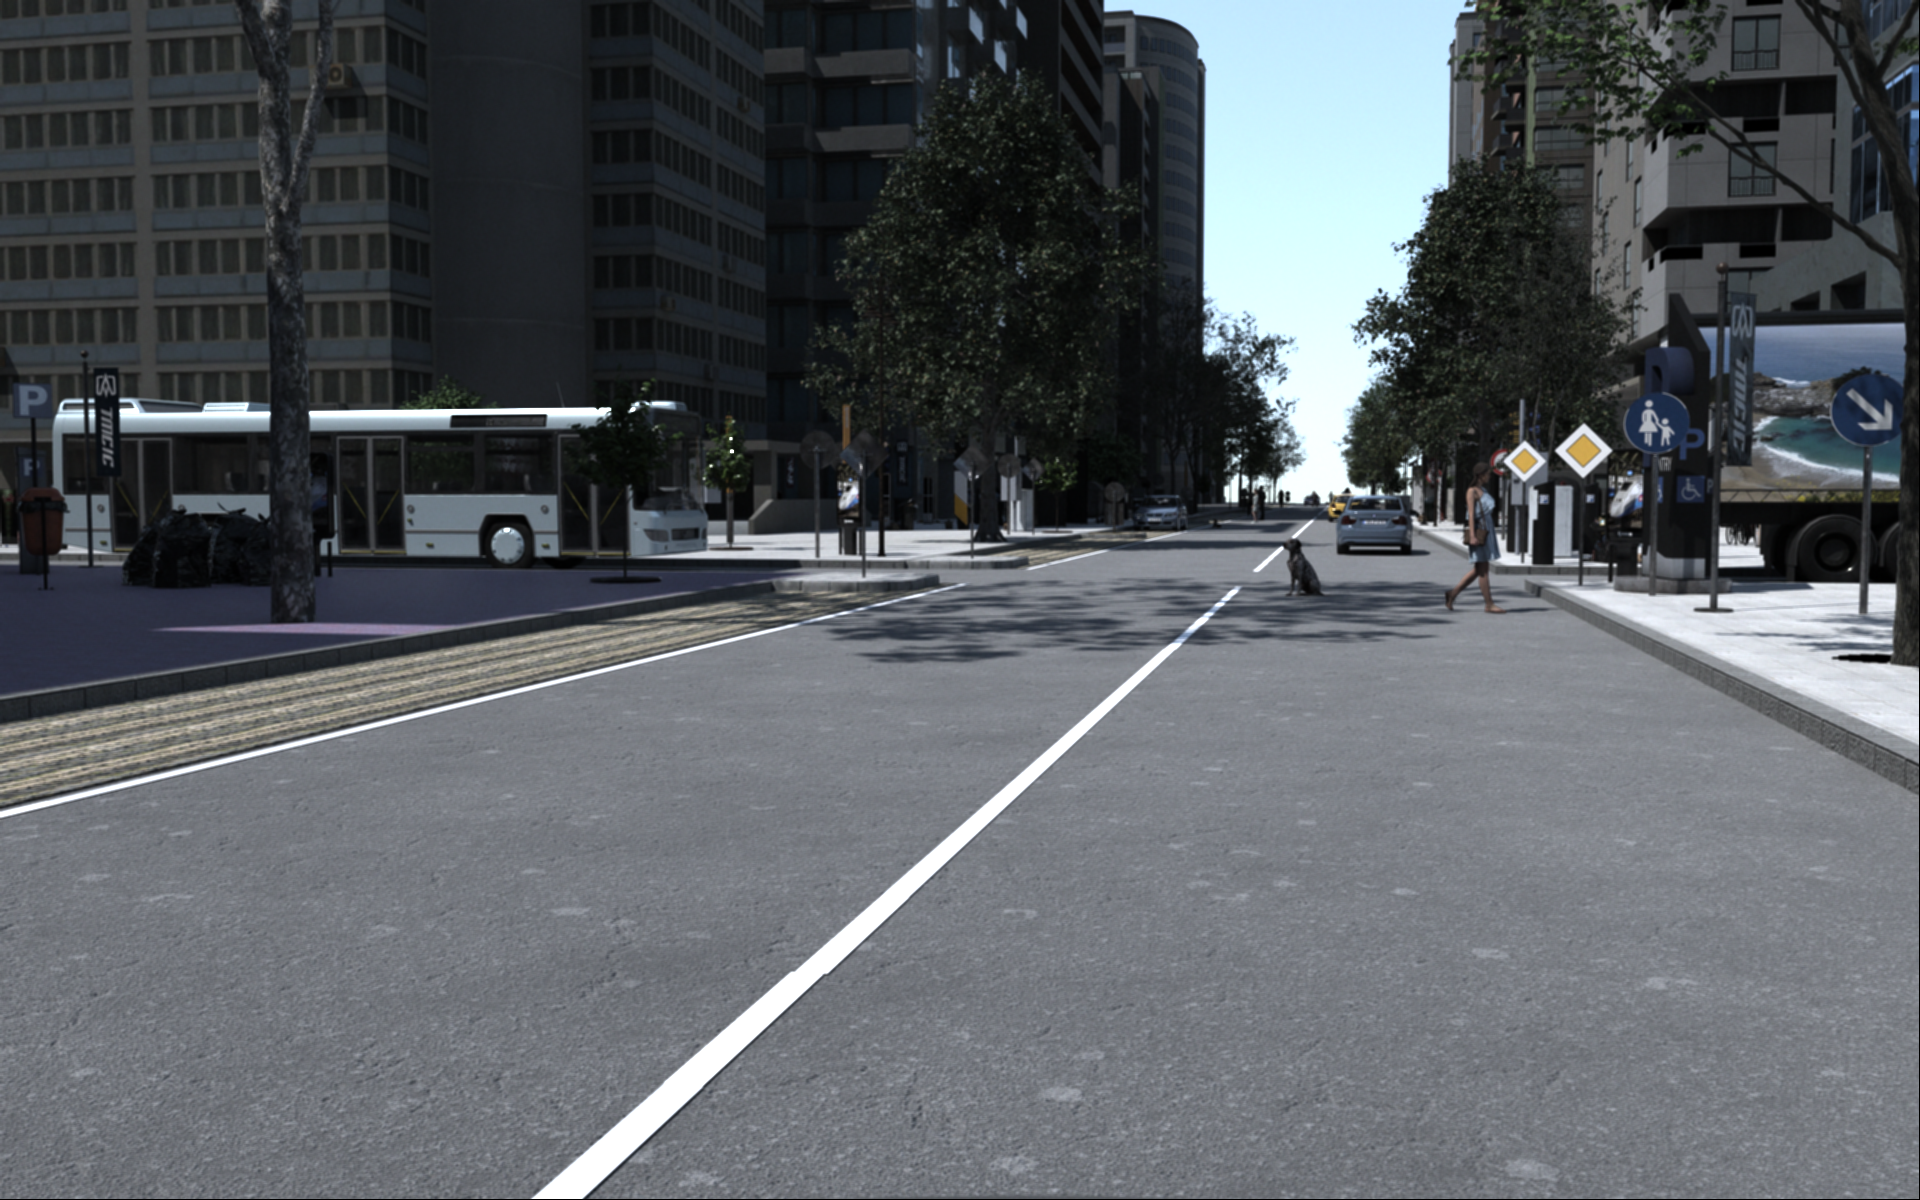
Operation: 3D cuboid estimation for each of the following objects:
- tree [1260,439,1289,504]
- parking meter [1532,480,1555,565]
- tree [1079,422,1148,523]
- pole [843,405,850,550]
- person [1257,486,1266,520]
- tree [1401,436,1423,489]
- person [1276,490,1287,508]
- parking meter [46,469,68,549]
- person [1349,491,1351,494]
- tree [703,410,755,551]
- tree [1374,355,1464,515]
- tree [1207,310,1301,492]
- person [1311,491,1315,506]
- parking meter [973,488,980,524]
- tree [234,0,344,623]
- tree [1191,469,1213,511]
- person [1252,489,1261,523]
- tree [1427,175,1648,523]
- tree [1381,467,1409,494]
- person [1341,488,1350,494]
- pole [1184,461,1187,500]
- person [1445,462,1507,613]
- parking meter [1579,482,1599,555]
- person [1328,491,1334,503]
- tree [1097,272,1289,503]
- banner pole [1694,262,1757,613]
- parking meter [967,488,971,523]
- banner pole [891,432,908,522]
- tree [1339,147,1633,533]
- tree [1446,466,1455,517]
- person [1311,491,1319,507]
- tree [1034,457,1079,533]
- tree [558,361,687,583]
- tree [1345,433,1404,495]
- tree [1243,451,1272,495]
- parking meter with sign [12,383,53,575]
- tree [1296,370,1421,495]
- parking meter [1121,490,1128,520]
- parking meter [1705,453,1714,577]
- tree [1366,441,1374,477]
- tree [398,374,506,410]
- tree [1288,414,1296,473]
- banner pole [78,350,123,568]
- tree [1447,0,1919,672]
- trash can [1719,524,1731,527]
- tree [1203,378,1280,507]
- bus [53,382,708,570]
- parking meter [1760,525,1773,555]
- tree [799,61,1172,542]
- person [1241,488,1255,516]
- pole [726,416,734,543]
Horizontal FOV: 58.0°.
[{"bbox_3d":[44.515,-18.027,245.109,4.360,8.622,3.978,0,3,0],"label":"tree"},{"bbox_3d":[10.555,-1.401,31.314,0.372,1.533,0.369,0,3,0],"label":"parking meter"},{"bbox_3d":[6.833,-5.796,78.481,4.285,4.588,4.351,0,3,0],"label":"tree"},{"bbox_3d":[-2.598,-2.807,39.733,0.158,3.312,0.155,0,3,0],"label":"pole"},{"bbox_3d":[16.550,-5.347,95.286,0.474,1.900,0.648,2,4,24],"label":"person"},{"bbox_3d":[21.077,-7.691,76.106,4.360,8.622,3.978,0,3,0],"label":"tree"},{"bbox_3d":[33.654,-10.587,181.224,1.348,1.869,0.705,3,5,44],"label":"person"},{"bbox_3d":[-20.900,-2.105,40.129,0.399,1.863,0.255,-1,4,-15],"label":"parking meter"},{"bbox_3d":[35.012,-8.975,156.037,0.742,1.727,0.445,-1,4,-18],"label":"person"},{"bbox_3d":[-5.221,-2.768,39.853,1.663,3.219,1.824,0,3,0],"label":"tree"},{"bbox_3d":[23.010,-8.252,85.280,4.737,8.622,4.395,0,3,0],"label":"tree"},{"bbox_3d":[29.509,-19.921,181.601,12.611,20.169,13.585,0,3,0],"label":"tree"},{"bbox_3d":[43.636,-12.576,214.097,1.348,1.826,0.705,3,5,43],"label":"person"},{"bbox_3d":[0.828,-3.984,73.554,0.372,1.533,0.369,0,3,0],"label":"parking meter"},{"bbox_3d":[-7.891,-9.787,15.908,12.611,20.169,13.585,0,3,0],"label":"tree"},{"bbox_3d":[18.625,-8.490,133.414,1.663,3.219,1.824,0,3,0],"label":"tree"},{"bbox_3d":[14.525,-4.622,85.080,0.522,1.701,0.512,0,4,-3],"label":"person"},{"bbox_3d":[14.009,-5.550,41.105,4.360,8.622,3.978,0,3,0],"label":"tree"},{"bbox_3d":[31.461,-7.966,124.843,1.663,3.219,1.824,0,3,0],"label":"tree"},{"bbox_3d":[21.604,-5.410,97.226,0.793,1.790,0.793,-3,5,-39],"label":"person"},{"bbox_3d":[14.031,-6.956,107.580,0.158,3.312,0.155,0,3,0],"label":"pole"},{"bbox_3d":[6.217,-0.753,20.903,0.778,1.811,0.616,3,4,38],"label":"person"},{"bbox_3d":[13.389,-1.741,36.882,0.372,1.533,0.369,0,3,0],"label":"parking meter"},{"bbox_3d":[46.366,-12.704,216.290,1.350,1.814,0.705,-2,4,-34],"label":"person"},{"bbox_3d":[11.892,-11.376,96.368,12.009,13.543,11.850,0,3,0],"label":"tree"},{"bbox_3d":[8.428,-1.769,18.936,0.863,3.779,0.401,-2,4,-33],"label":"banner pole"},{"bbox_3d":[0.488,-4.147,76.216,0.372,1.533,0.369,0,3,0],"label":"parking meter"},{"bbox_3d":[-2.470,-4.858,69.446,0.863,3.779,0.401,0,4,-4],"label":"banner pole"},{"bbox_3d":[17.533,-8.587,57.413,9.611,12.733,9.660,0,3,0],"label":"tree"},{"bbox_3d":[26.805,-6.251,96.807,1.663,3.219,1.824,0,3,0],"label":"tree"},{"bbox_3d":[39.624,-11.261,193.172,0.990,1.755,0.434,0,4,-2],"label":"person"},{"bbox_3d":[3.097,-3.842,57.418,1.663,3.219,1.824,0,3,0],"label":"tree"},{"bbox_3d":[-4.962,-1.885,25.417,1.663,3.219,1.824,0,3,0],"label":"tree"},{"bbox_3d":[52.030,-18.181,215.379,7.486,12.596,7.792,0,3,0],"label":"tree"},{"bbox_3d":[36.126,-15.988,211.769,4.737,8.622,4.395,0,3,0],"label":"tree"},{"bbox_3d":[-15.005,-1.943,28.022,0.543,3.016,1.738,-2,4,-30],"label":"parking meter with sign"},{"bbox_3d":[41.955,-15.917,170.609,12.009,13.543,11.850,0,3,0],"label":"tree"},{"bbox_3d":[8.226,-4.778,86.525,0.372,1.533,0.369,0,3,0],"label":"parking meter"},{"bbox_3d":[10.490,-1.152,24.552,0.399,1.863,0.255,-3,4,-39],"label":"parking meter"},{"bbox_3d":[36.754,-12.036,147.158,4.737,8.622,4.395,0,3,0],"label":"tree"},{"bbox_3d":[-13.883,-3.893,47.364,4.285,4.588,4.351,0,3,0],"label":"tree"},{"bbox_3d":[46.319,-21.036,254.306,12.009,13.543,11.850,0,3,0],"label":"tree"},{"bbox_3d":[-15.022,-2.461,30.249,0.863,3.779,0.401,0,4,8],"label":"banner pole"},{"bbox_3d":[7.193,-5.326,12.842,9.928,11.665,9.643,0,3,0],"label":"tree"},{"bbox_3d":[29.613,-3.379,66.903,0.748,1.137,0.748,0,3,0],"label":"trash can"},{"bbox_3d":[27.723,-15.320,168.607,7.486,12.596,7.792,0,3,0],"label":"tree"},{"bbox_3d":[-10.614,-2.326,32.897,13.247,3.499,2.948,1,4,13],"label":"bus"},{"bbox_3d":[17.089,-1.719,36.515,0.372,1.533,0.369,0,3,0],"label":"parking meter"},{"bbox_3d":[0.774,-7.902,46.213,9.611,12.733,9.660,0,3,0],"label":"tree"},{"bbox_3d":[18.738,-6.304,111.584,1.348,1.823,0.705,0,3,0],"label":"person"},{"bbox_3d":[-6.025,-3.149,45.337,0.158,3.312,0.155,0,3,0],"label":"pole"}]
